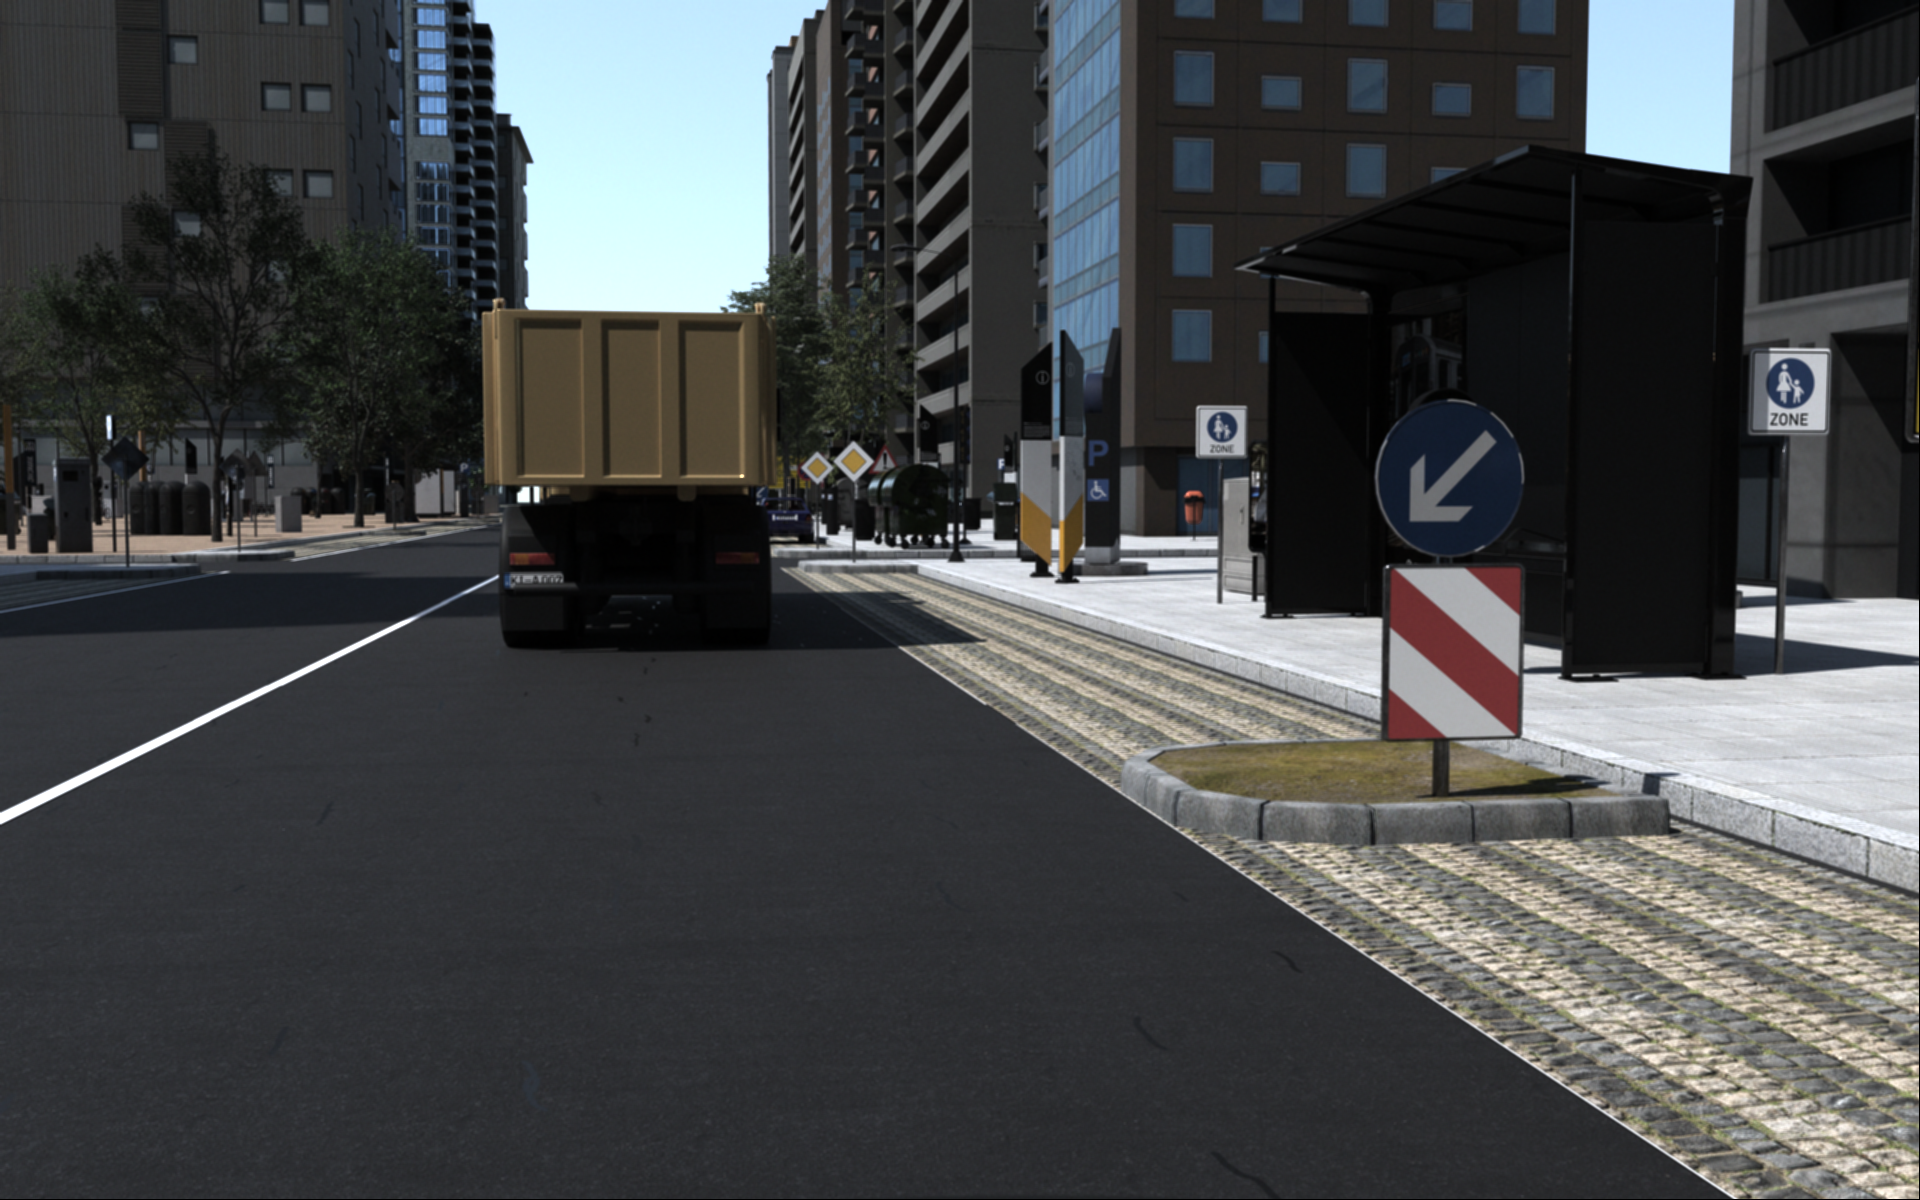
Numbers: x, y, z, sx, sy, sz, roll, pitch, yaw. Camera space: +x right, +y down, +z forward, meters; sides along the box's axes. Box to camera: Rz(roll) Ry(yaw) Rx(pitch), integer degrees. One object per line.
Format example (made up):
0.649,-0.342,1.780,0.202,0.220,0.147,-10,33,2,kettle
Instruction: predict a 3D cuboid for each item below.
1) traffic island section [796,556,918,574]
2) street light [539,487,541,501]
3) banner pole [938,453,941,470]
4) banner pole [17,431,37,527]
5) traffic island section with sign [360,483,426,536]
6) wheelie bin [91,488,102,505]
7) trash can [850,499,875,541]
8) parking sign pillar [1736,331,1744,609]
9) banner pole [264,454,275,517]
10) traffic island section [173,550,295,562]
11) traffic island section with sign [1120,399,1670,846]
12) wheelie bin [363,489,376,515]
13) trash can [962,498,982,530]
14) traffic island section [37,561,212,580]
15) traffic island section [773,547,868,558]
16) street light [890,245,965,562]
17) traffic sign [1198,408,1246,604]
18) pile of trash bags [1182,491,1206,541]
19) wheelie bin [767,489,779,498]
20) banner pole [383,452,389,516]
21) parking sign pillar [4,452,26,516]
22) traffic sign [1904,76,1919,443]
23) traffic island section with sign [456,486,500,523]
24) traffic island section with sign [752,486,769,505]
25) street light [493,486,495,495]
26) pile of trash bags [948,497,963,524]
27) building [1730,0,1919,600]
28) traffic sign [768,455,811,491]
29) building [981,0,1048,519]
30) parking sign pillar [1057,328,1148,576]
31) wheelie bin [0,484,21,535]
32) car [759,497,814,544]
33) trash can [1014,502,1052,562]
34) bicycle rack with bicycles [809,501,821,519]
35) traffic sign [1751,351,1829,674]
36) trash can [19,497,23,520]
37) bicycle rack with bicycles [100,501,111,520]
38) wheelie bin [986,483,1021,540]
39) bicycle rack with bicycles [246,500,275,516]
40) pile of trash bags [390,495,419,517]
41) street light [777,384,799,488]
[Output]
-1.961,-0.619,32.407,2.009,0.180,2.903,-1,4,-10,traffic island section
-37.002,-11.146,154.776,1.470,5.913,1.316,-1,4,-10,street light
-1.410,-6.300,93.022,0.863,3.779,0.401,-1,4,-15,banner pole
-36.996,-4.809,68.643,0.401,3.779,0.863,3,4,39,banner pole
-19.582,-3.139,59.944,1.989,1.847,2.006,-1,4,-10,traffic island section with sign
-47.634,-5.331,95.072,0.693,1.594,0.980,2,4,26,wheelie bin
-2.659,-2.224,48.011,0.748,1.137,0.748,0,3,0,trash can
8.196,-1.914,19.772,1.447,3.967,1.447,-2,4,-35,parking sign pillar
-38.444,-6.503,96.333,0.863,3.779,0.401,2,4,24,banner pole
-15.902,-0.972,38.169,2.009,0.180,2.903,-1,4,-10,traffic island section
1.820,0.039,7.990,1.989,1.847,2.006,-1,4,-10,traffic island section with sign
-35.736,-5.916,104.634,0.980,1.594,0.693,1,4,9,wheelie bin
0.429,-3.050,61.517,0.748,1.137,0.748,0,3,0,trash can
-14.576,-0.490,30.295,2.009,0.180,2.903,-1,4,-10,traffic island section
-3.287,-1.101,40.282,2.009,0.180,2.903,-1,4,-10,traffic island section
-0.605,-3.668,32.509,1.470,5.913,1.316,-1,4,-10,street light
3.041,-1.106,20.210,0.606,2.300,0.079,0,4,-7,traffic sign
7.864,-2.323,47.726,3.447,1.369,1.912,0,4,5,pile of trash bags
-10.129,-5.163,92.324,0.980,1.594,0.693,-3,4,-37,wheelie bin
-33.998,-6.893,102.720,0.401,3.779,0.863,-3,4,-37,banner pole
-56.350,-7.040,103.574,1.447,3.967,1.447,-1,4,-21,parking sign pillar
5.758,-0.899,8.569,2.265,3.308,0.079,0,4,-3,traffic sign
-24.063,-4.764,86.526,1.989,1.847,2.006,-1,4,-10,traffic island section with sign
-7.407,-3.308,62.713,1.989,1.847,2.006,-1,4,-10,traffic island section with sign
-30.013,-8.621,113.500,1.470,5.913,1.316,-1,4,-10,street light
-0.725,-4.025,75.556,1.912,1.369,3.447,3,4,37,pile of trash bags
21.383,-35.332,15.927,20.563,71.187,20.611,-1,4,-10,building
-8.912,-5.911,90.515,2.265,3.308,0.079,0,4,-7,traffic sign
9.361,-29.118,99.783,21.300,48.544,21.600,-1,4,-10,building
2.278,-2.390,27.557,1.447,3.967,1.447,1,4,12,parking sign pillar
-30.059,-2.852,54.546,0.693,1.594,0.980,0,4,-5,wheelie bin
-5.240,-2.329,50.654,1.945,1.354,3.894,-1,4,-10,car
1.384,-1.299,32.894,0.748,1.137,0.748,0,3,0,trash can
-7.028,-5.354,100.919,2.925,0.926,2.852,-1,4,-11,bicycle rack with bicycles
5.826,-0.619,12.255,0.606,2.300,0.079,0,4,-7,traffic sign
-47.030,-4.563,86.257,0.748,1.137,0.748,0,3,0,trash can
-43.611,-4.413,85.530,2.852,0.926,2.925,-3,5,-44,bicycle rack with bicycles
1.210,-2.461,48.142,0.980,1.594,0.693,0,4,-6,wheelie bin
-41.627,-5.480,102.986,2.852,0.926,2.925,3,5,41,bicycle rack with bicycles
-31.918,-5.512,99.874,1.912,1.369,3.447,-1,4,-15,pile of trash bags
-7.333,-6.121,72.613,1.470,5.913,1.316,-1,4,-10,street light
